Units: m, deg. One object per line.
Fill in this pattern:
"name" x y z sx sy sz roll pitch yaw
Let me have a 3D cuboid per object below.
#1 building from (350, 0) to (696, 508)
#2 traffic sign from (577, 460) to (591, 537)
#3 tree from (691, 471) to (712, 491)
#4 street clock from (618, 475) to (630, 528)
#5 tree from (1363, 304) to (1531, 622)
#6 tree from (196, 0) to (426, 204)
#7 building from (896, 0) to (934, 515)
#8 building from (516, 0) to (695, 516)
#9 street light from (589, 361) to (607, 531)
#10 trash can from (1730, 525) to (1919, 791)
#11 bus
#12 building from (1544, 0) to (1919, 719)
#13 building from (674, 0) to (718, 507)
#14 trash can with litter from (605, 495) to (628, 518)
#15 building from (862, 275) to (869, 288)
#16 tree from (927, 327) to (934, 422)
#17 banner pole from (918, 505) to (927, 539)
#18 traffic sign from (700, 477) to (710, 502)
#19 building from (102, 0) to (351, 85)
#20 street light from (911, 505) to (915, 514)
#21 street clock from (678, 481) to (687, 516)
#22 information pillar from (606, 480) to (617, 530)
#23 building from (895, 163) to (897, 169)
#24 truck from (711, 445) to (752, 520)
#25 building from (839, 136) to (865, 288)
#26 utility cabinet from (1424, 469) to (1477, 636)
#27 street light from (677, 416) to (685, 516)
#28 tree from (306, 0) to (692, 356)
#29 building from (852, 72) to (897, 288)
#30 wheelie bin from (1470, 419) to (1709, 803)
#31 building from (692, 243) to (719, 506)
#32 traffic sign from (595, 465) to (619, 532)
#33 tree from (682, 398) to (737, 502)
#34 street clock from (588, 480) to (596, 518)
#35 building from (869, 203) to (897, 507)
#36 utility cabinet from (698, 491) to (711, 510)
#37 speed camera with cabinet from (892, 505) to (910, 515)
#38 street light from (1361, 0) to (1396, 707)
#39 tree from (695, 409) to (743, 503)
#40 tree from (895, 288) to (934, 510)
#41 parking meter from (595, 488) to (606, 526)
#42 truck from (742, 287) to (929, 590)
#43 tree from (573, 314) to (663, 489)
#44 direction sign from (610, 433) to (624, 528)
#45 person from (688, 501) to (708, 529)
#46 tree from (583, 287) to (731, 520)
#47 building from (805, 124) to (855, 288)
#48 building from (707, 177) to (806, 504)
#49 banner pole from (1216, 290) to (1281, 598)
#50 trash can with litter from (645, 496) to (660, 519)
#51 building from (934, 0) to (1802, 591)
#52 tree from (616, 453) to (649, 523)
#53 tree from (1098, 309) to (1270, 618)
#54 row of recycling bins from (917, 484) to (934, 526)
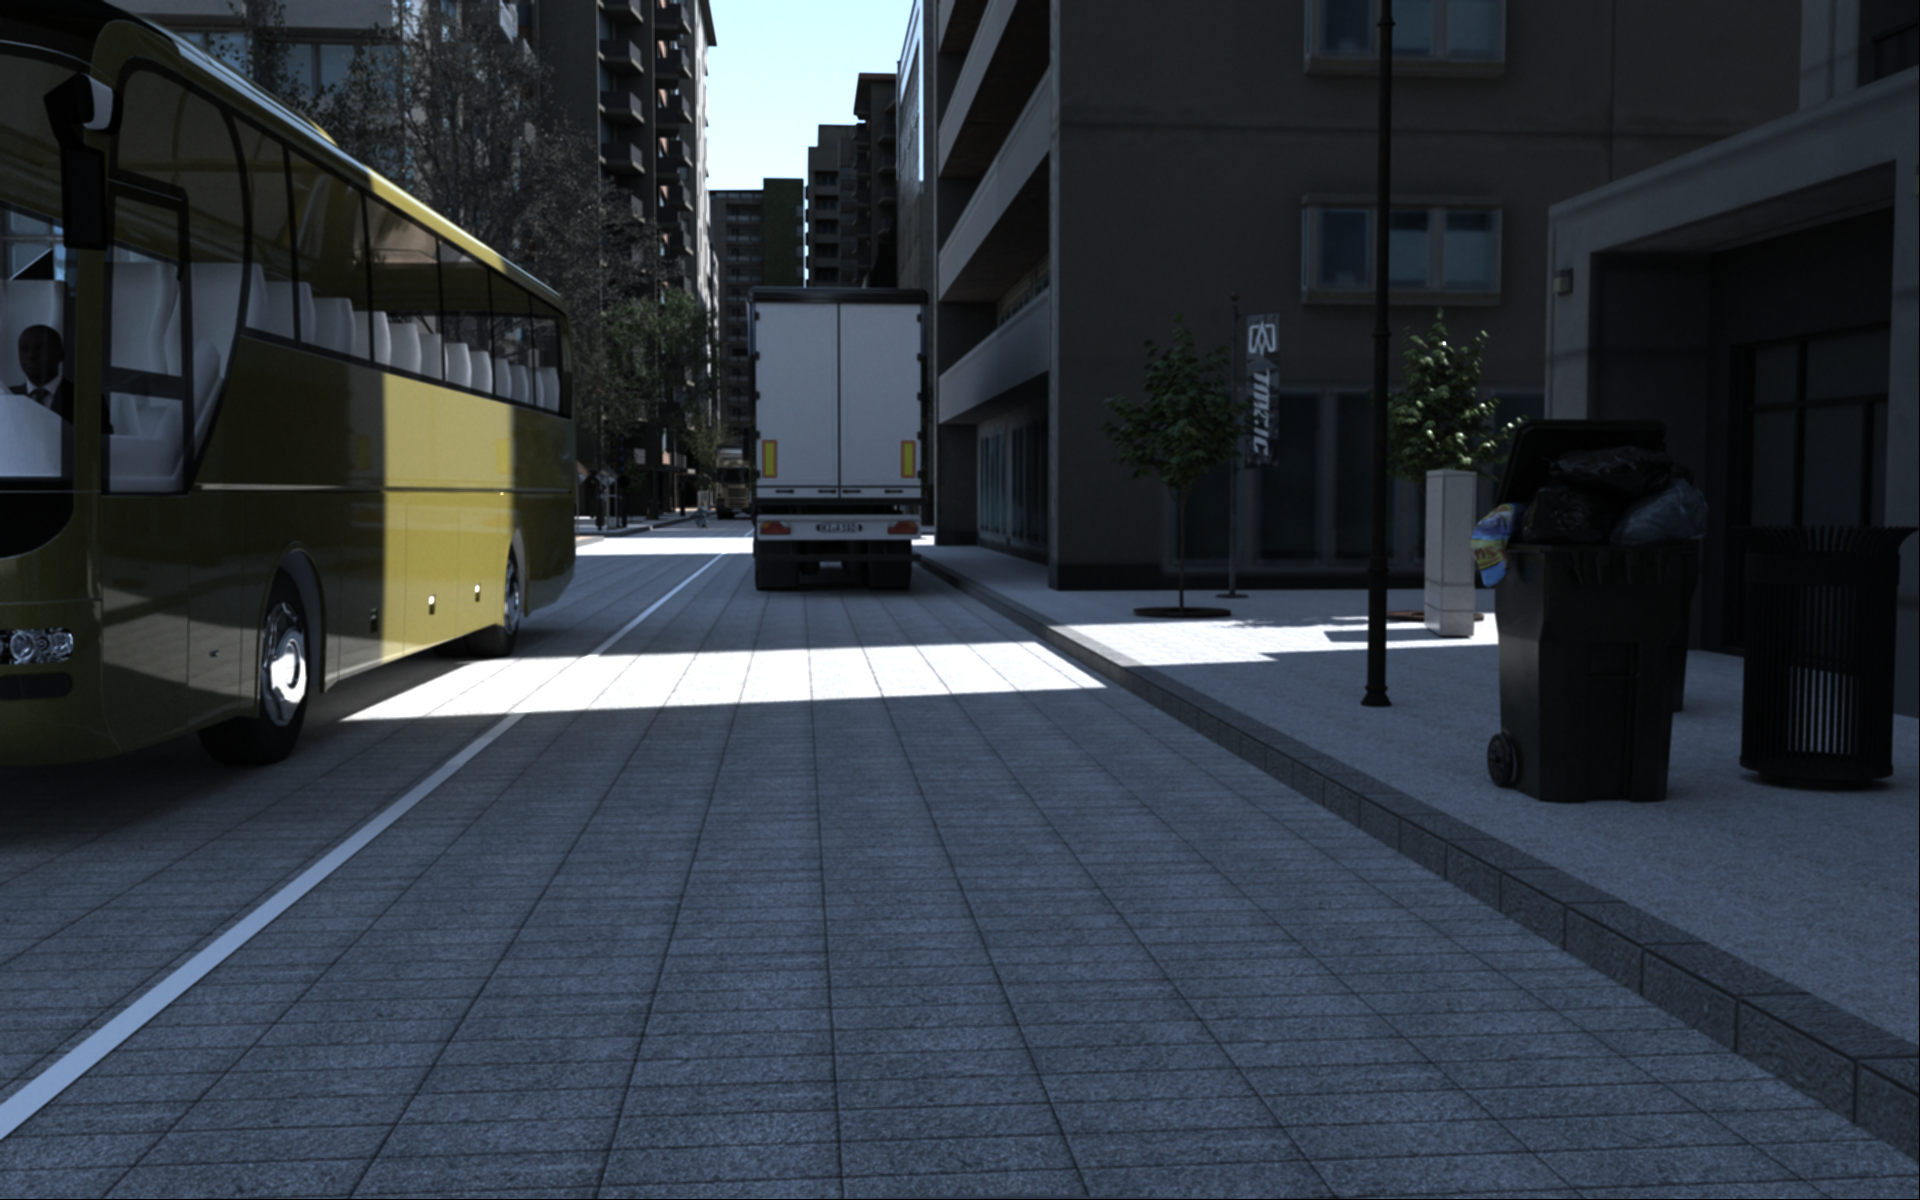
"building" -35.164 -32.261 147.075 23.786 49.044 30.456 0 4 -5
"traffic sign" -11.316 -2.912 51.259 0.795 2.450 0.064 0 4 -5
"tree" -20.351 -8.771 138.003 1.663 3.219 1.824 0 3 0
"street clock" -12.871 -3.779 66.362 0.471 2.002 0.358 0 4 -8
"tree" 4.980 -1.412 17.694 1.663 3.219 1.824 0 3 0
"tree" -9.409 -4.564 24.991 4.360 8.622 3.978 0 3 0
"building" 3.454 -16.386 85.937 12.078 24.808 19.932 0 4 -5
"building" -28.781 -27.917 111.069 22.147 44.769 28.867 0 4 -5
"street light" -12.594 -5.359 60.399 0.468 5.910 1.993 0 4 -5
"trash can" 3.805 0.243 7.677 0.748 1.137 0.748 0 3 0
"bus" -4.983 -1.272 12.346 2.896 3.916 12.252 0 4 -3
"building" 16.114 -34.570 3.475 20.563 71.187 20.611 0 4 -5
"building" -39.492 -35.902 176.230 28.713 52.752 27.495 0 4 -5
"trash can with litter" -19.071 -5.123 94.813 2.233 1.210 1.678 0 4 -3
"building" 5.016 -18.788 152.228 27.650 21.520 28.899 0 4 -5
"tree" -2.521 -7.251 68.924 4.737 8.622 4.395 0 3 0
"banner pole" -1.125 -3.602 48.917 0.401 3.779 0.863 0 4 -5
"traffic sign" -18.470 -7.669 125.500 0.768 2.556 0.104 0 4 2
"building" -30.511 -27.732 73.025 23.786 49.044 30.456 0 4 -5
"street light" -1.386 -4.791 51.120 0.468 5.910 1.993 0 4 -5
"street clock" -15.888 -5.790 99.240 0.471 2.002 0.358 2 4 28
"information pillar" -12.535 -3.533 62.258 0.304 2.012 0.304 -2 4 -26
"building" 3.501 -19.593 107.729 14.401 28.519 23.554 0 4 -5
"truck" -12.730 -6.820 100.416 2.839 4.237 11.283 0 4 -5
"building" -7.032 -31.668 201.372 14.154 41.232 14.086 0 4 -5
"utility cabinet" 4.512 -0.443 15.928 0.318 1.500 1.173 1 4 8
"street light" -16.298 -7.846 101.068 0.468 5.910 1.993 0 4 -5
"tree" -11.683 -8.009 41.312 12.009 13.543 11.850 0 3 0
"building" 0.091 -32.136 180.055 22.147 44.769 28.867 0 4 -5
"wheelie bin" 2.707 0.032 7.388 0.980 1.594 0.693 0 4 -4
"building" -34.923 -26.179 199.734 14.107 30.474 14.160 0 4 -5
"traffic sign" -12.057 -3.399 59.210 0.795 2.450 0.064 0 4 -5
"tree" -19.251 -11.014 130.441 4.737 8.622 4.395 0 3 0
"street clock" -19.436 -5.318 91.511 0.358 2.002 0.471 -2 4 -32
"building" -0.231 -18.240 127.898 12.332 23.373 15.834 0 4 -5
"utility cabinet" -19.819 -7.671 134.100 1.173 1.500 0.318 3 5 39
"speed camera with cabinet" -2.782 -5.359 81.953 0.660 3.252 2.038 -1 4 -14
"street light" 2.529 -2.297 10.345 0.468 5.910 1.993 0 4 -5
"tree" -20.984 -12.250 150.644 4.360 8.622 3.978 0 3 0
"tree" -2.273 -6.868 62.649 4.360 8.622 3.978 0 3 0
"parking meter" -14.317 -3.701 68.929 0.372 1.533 0.369 0 3 0
"truck" -2.285 -2.460 29.134 2.839 4.237 11.283 0 4 -7
"tree" -14.544 -7.352 70.560 4.360 8.622 3.978 0 3 0
"direction sign" -12.830 -4.457 64.874 0.379 3.537 0.876 1 4 23
"person" -10.617 -3.459 70.558 1.012 1.151 0.738 -2 4 -29
"tree" -14.928 -9.765 85.412 9.928 11.665 9.643 0 3 0
"building" -9.686 -37.134 230.840 21.600 48.544 21.300 0 4 -5
"building" -27.126 -33.170 225.916 14.086 41.232 14.154 0 4 -5
"banner pole" 3.553 -1.909 21.224 0.863 3.779 0.401 3 5 40
"trash can with litter" -15.530 -4.653 87.461 0.624 1.170 1.055 0 4 1
"building" 10.925 -25.025 32.861 21.300 48.544 21.600 0 4 -5
"tree" -14.722 -5.099 77.976 1.663 3.219 1.824 0 3 0
"tree" 2.229 -1.452 18.349 1.663 3.219 1.824 0 3 0
"row of recycling bins" -1.267 -3.971 72.037 1.069 1.692 3.534 0 4 0
